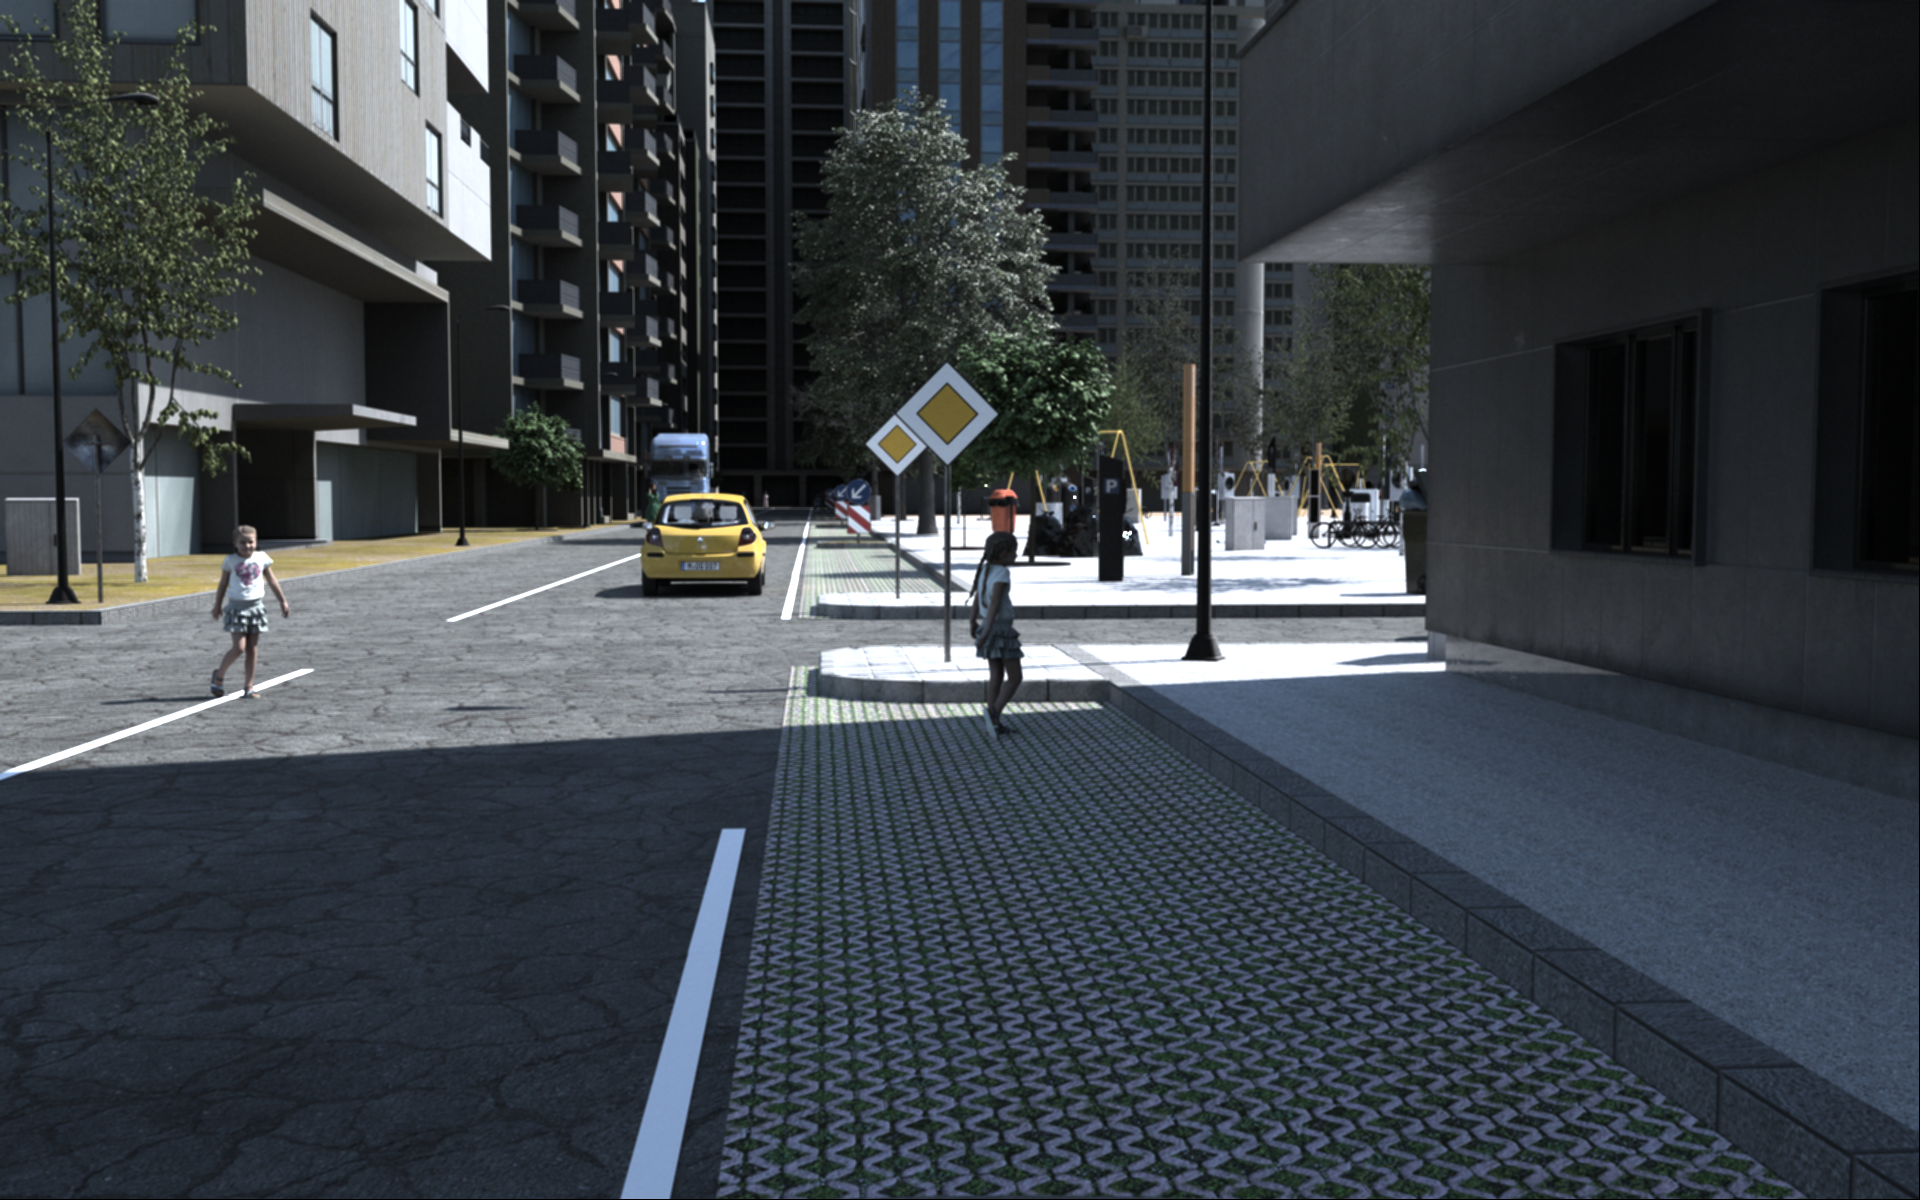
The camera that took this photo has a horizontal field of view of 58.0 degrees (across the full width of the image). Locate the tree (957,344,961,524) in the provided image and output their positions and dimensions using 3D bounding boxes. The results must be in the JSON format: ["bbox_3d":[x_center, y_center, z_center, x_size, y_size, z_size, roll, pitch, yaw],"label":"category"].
[{"bbox_3d":[-0.286,-7.532,73.517,4.737,8.622,4.395,0,3,0],"label":"tree"}]

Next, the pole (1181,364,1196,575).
[{"bbox_3d":[3.601,-2.045,27.279,0.158,3.312,0.155,0,3,0],"label":"pole"}]

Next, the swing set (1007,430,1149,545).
[{"bbox_3d":[2.687,-2.800,43.402,3.119,2.851,2.862,3,4,36],"label":"swing set"}]

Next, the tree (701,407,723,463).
[{"bbox_3d":[-21.958,-11.778,142.933,4.360,8.622,3.978,0,3,0],"label":"tree"}]

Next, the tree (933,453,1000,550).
[{"bbox_3d":[0.101,-2.766,39.821,1.663,3.219,1.824,0,3,0],"label":"tree"}]

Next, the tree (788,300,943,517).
[{"bbox_3d":[-4.914,-11.026,97.280,9.611,12.733,9.660,0,3,0],"label":"tree"}]

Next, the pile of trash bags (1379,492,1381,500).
[{"bbox_3d":[23.564,-4.949,90.663,3.447,1.369,1.912,2,4,24],"label":"pile of trash bags"}]

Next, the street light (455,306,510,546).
[{"bbox_3d":[-11.799,-4.298,42.808,1.470,5.913,1.316,0,4,-5],"label":"street light"}]

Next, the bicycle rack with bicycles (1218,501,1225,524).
[{"bbox_3d":[11.567,-3.801,75.526,2.852,0.926,2.925,-2,4,-30],"label":"bicycle rack with bicycles"}]

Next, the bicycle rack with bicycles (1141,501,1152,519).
[{"bbox_3d":[8.632,-4.656,89.509,2.925,0.926,2.852,-2,4,-26],"label":"bicycle rack with bicycles"}]

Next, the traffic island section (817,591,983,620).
[{"bbox_3d":[-0.742,0.066,21.197,2.009,0.180,2.903,0,4,-5],"label":"traffic island section"}]

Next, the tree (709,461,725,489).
[{"bbox_3d":[-21.757,-10.058,148.167,4.285,4.588,4.351,0,3,0],"label":"tree"}]

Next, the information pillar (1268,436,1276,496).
[{"bbox_3d":[12.685,-4.840,70.496,0.183,3.616,0.504,-1,4,-18],"label":"information pillar"}]

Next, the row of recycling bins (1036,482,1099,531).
[{"bbox_3d":[4.006,-3.191,59.291,3.534,1.692,1.069,-2,4,-32],"label":"row of recycling bins"}]

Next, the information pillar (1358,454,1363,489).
[{"bbox_3d":[20.999,-6.089,90.913,0.183,3.616,0.504,0,4,-3],"label":"information pillar"}]

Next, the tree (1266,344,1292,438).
[{"bbox_3d":[15.766,-7.785,77.640,4.737,8.622,4.395,0,3,0],"label":"tree"}]

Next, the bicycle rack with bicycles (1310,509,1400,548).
[{"bbox_3d":[9.950,-1.731,41.676,2.925,0.926,2.852,1,4,13],"label":"bicycle rack with bicycles"}]

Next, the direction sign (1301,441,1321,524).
[{"bbox_3d":[15.090,-5.047,74.523,0.876,3.537,0.379,0,4,-2],"label":"direction sign"}]

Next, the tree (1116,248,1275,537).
[{"bbox_3d":[6.457,-6.200,51.739,4.360,8.622,3.978,0,3,0],"label":"tree"}]

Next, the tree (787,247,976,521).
[{"bbox_3d":[-2.725,-10.589,83.503,12.009,13.543,11.850,0,3,0],"label":"tree"}]

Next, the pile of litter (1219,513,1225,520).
[{"bbox_3d":[13.663,-4.419,86.217,1.719,0.858,1.176,0,4,6],"label":"pile of litter"}]

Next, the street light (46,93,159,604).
[{"bbox_3d":[-9.983,-2.914,20.187,1.470,5.913,1.316,0,4,-5],"label":"street light"}]

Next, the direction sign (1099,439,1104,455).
[{"bbox_3d":[5.830,-4.860,71.465,0.379,3.537,0.876,1,4,16],"label":"direction sign"}]

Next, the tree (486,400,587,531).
[{"bbox_3d":[-14.794,-4.700,60.554,4.285,4.588,4.351,0,3,0],"label":"tree"}]

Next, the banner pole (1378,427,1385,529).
[{"bbox_3d":[15.761,-4.556,64.510,0.401,3.779,0.863,1,4,21],"label":"banner pole"}]

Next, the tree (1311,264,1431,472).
[{"bbox_3d":[7.333,-4.626,26.002,4.737,8.622,4.395,0,3,0],"label":"tree"}]

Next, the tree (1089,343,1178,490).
[{"bbox_3d":[7.847,-8.201,84.450,4.737,8.622,4.395,0,3,0],"label":"tree"}]

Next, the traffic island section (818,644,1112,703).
[{"bbox_3d":[-0.075,0.553,13.239,2.009,0.180,2.903,0,4,-5],"label":"traffic island section"}]

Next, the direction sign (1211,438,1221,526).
[{"bbox_3d":[10.294,-4.739,69.483,0.379,3.537,0.876,1,4,15],"label":"direction sign"}]

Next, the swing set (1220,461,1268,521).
[{"bbox_3d":[14.120,-5.169,82.138,2.862,2.851,3.119,0,4,-7],"label":"swing set"}]

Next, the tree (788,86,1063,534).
[{"bbox_3d":[-1.017,-9.062,54.822,9.857,13.997,8.962,0,3,0],"label":"tree"}]

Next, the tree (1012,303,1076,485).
[{"bbox_3d":[2.966,-7.070,65.963,4.360,8.622,3.978,0,3,0],"label":"tree"}]

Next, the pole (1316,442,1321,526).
[{"bbox_3d":[14.162,-4.564,68.472,0.158,3.312,0.155,0,3,0],"label":"pole"}]

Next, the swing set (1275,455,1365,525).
[{"bbox_3d":[14.667,-4.487,70.983,2.862,2.851,3.119,0,4,-3],"label":"swing set"}]

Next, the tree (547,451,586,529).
[{"bbox_3d":[-14.477,-4.289,64.733,1.663,3.219,1.824,0,3,0],"label":"tree"}]

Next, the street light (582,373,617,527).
[{"bbox_3d":[-13.848,-5.748,66.524,1.470,5.913,1.316,0,4,-5],"label":"street light"}]

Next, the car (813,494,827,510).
[{"bbox_3d":[-12.505,-8.970,158.653,2.014,1.417,4.499,0,4,-5],"label":"car"}]

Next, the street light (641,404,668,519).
[{"bbox_3d":[-15.705,-7.122,88.981,1.470,5.913,1.316,0,4,-5],"label":"street light"}]

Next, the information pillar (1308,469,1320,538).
[{"bbox_3d":[10.254,-2.796,50.204,0.304,2.012,0.304,0,4,6],"label":"information pillar"}]

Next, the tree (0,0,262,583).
[{"bbox_3d":[-11.837,-4.546,24.683,4.737,8.622,4.395,0,3,0],"label":"tree"}]

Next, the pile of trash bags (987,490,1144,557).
[{"bbox_3d":[2.017,-1.584,35.651,3.447,1.369,1.912,-3,4,-37],"label":"pile of trash bags"}]

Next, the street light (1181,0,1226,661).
[{"bbox_3d":[1.352,-2.489,13.232,1.470,5.913,1.316,0,4,-5],"label":"street light"}]

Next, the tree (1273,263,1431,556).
[{"bbox_3d":[8.983,-5.226,35.809,4.360,8.622,3.978,0,3,0],"label":"tree"}]

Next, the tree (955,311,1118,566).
[{"bbox_3d":[1.256,-2.907,31.241,4.285,4.588,4.351,0,3,0],"label":"tree"}]

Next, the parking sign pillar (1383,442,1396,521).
[{"bbox_3d":[20.080,-5.657,80.959,1.447,3.967,1.447,0,4,5],"label":"parking sign pillar"}]

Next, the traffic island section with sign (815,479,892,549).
[{"bbox_3d":[-2.817,-2.287,46.022,1.989,1.847,2.006,0,4,-5],"label":"traffic island section with sign"}]

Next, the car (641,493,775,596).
[{"bbox_3d":[-3.780,-0.959,25.897,2.015,1.641,3.980,0,4,-5],"label":"car"}]
